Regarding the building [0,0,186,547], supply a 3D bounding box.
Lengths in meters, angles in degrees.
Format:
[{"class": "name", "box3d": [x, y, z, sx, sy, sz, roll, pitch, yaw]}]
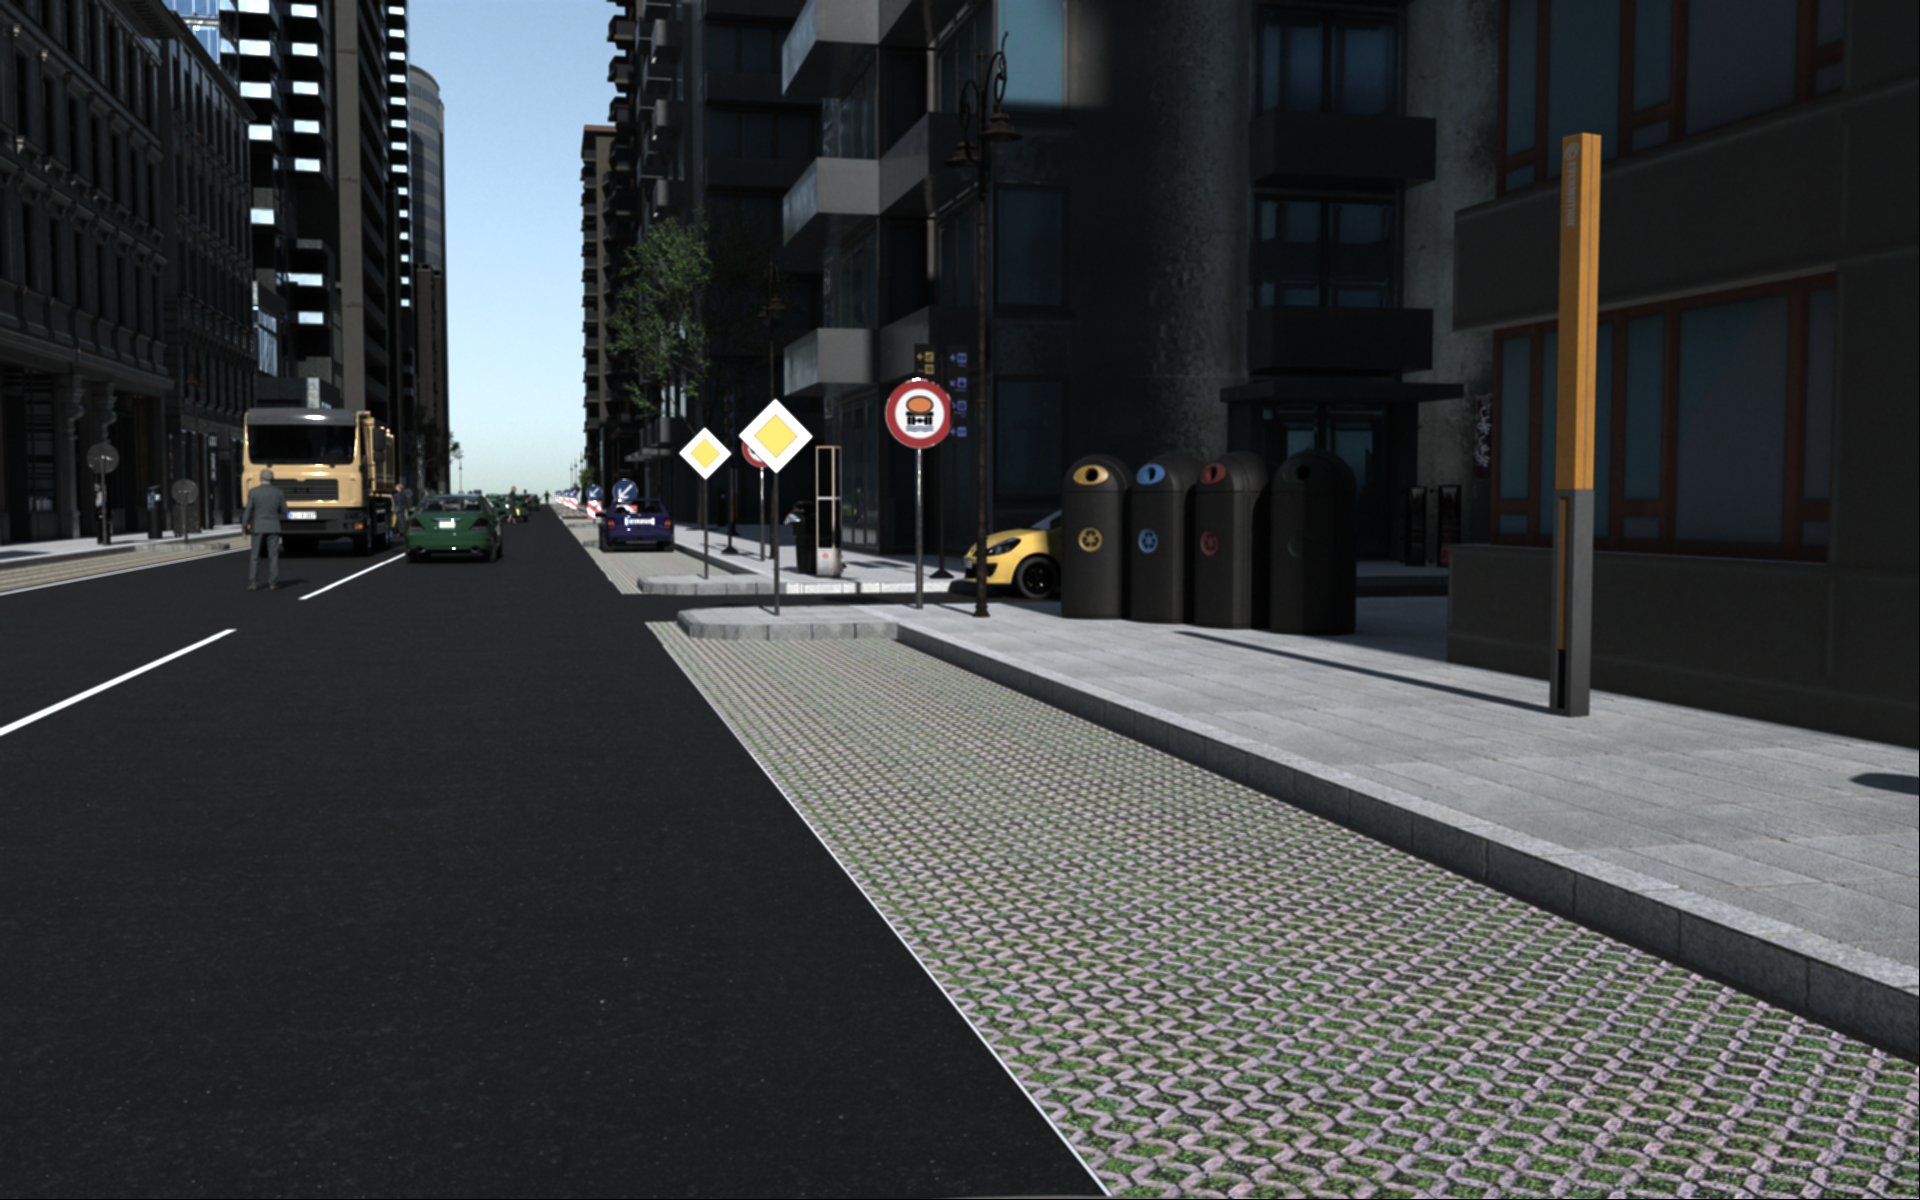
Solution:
[{"class": "building", "box3d": [-27.867, -11.633, 41.105, 10.553, 20.767, 40.483, -1, 4, -14]}]

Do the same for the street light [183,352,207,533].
[{"class": "street light", "box3d": [-24.834, -5.112, 56.371, 0.468, 5.910, 1.993, -1, 4, -14]}]

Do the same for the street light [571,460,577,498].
[{"class": "street light", "box3d": [-49.139, -15.219, 221.624, 0.468, 5.910, 1.993, -1, 4, -14]}]

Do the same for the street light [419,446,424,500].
[{"class": "street light", "box3d": [-50.574, -11.609, 162.586, 0.468, 5.910, 1.993, -1, 4, -14]}]

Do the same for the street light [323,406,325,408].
[{"class": "street light", "box3d": [-32.799, -7.138, 89.495, 0.468, 5.910, 1.993, -1, 4, -14]}]

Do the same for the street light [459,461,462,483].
[{"class": "street light", "box3d": [-70.251, -16.569, 243.694, 0.468, 5.910, 1.993, -1, 4, -14]}]

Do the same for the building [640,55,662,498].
[{"class": "building", "box3d": [-12.942, -20.619, 108.814, 14.160, 30.474, 14.107, -1, 4, -14]}]

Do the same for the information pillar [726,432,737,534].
[{"class": "information pillar", "box3d": [-7.209, -3.882, 54.830, 0.183, 3.616, 0.504, -2, 4, -35]}]

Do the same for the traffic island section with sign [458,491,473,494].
[{"class": "traffic island section with sign", "box3d": [-57.776, -11.759, 200.893, 1.989, 1.847, 2.006, -1, 4, -14]}]

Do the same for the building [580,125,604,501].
[{"class": "building", "box3d": [-33.384, -33.688, 205.421, 22.147, 44.769, 28.867, -1, 4, -14]}]

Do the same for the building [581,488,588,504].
[{"class": "building", "box3d": [-34.519, -33.061, 232.427, 32.217, 40.220, 23.993, -1, 4, -14]}]

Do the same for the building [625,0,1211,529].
[{"class": "building", "box3d": [-4.465, -28.544, 86.303, 23.786, 49.044, 30.456, -1, 4, -14]}]

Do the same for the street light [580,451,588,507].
[{"class": "street light", "box3d": [-37.518, -12.276, 173.508, 0.468, 5.910, 1.993, -1, 4, -14]}]

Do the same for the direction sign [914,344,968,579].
[{"class": "direction sign", "box3d": [-0.279, -2.099, 26.316, 0.876, 3.537, 0.379, -2, 4, -24]}]

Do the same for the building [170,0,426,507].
[{"class": "building", "box3d": [-70.213, -53.556, 188.314, 22.319, 86.520, 31.000, -1, 4, -14]}]

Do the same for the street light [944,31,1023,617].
[{"class": "street light", "box3d": [0.224, -2.761, 17.937, 0.468, 5.910, 1.993, -1, 4, -14]}]

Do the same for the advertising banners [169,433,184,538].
[{"class": "advertising banners", "box3d": [-23.091, -3.353, 51.013, 0.090, 3.025, 2.074, -1, 4, -16]}]

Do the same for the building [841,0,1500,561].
[{"class": "building", "box3d": [10.742, -25.879, 42.723, 30.456, 49.044, 23.786, -1, 4, -14]}]

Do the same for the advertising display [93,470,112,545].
[{"class": "advertising display", "box3d": [-21.692, -2.362, 43.837, 0.123, 1.923, 0.974, -3, 5, -43]}]

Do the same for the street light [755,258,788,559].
[{"class": "street light", "box3d": [-3.693, -3.747, 34.050, 0.468, 5.910, 1.993, -1, 4, -14]}]

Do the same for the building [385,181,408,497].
[{"class": "building", "box3d": [-56.814, -23.267, 152.120, 14.160, 30.474, 14.107, -1, 4, -14]}]

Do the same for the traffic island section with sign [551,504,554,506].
[{"class": "traffic island section with sign", "box3d": [-33.878, -8.576, 148.842, 1.989, 1.847, 2.006, -1, 4, -14]}]

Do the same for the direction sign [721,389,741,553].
[{"class": "direction sign", "box3d": [-5.027, -2.798, 37.751, 0.379, 3.537, 0.876, -1, 4, -21]}]

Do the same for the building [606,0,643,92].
[{"class": "building", "box3d": [-14.844, -29.076, 130.012, 22.147, 44.769, 28.867, -1, 4, -14]}]

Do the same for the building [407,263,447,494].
[{"class": "building", "box3d": [-71.057, -26.990, 212.981, 14.160, 30.474, 14.107, -1, 4, -14]}]

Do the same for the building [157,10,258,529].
[{"class": "building", "box3d": [-34.879, -13.507, 69.988, 9.793, 20.994, 18.267, -1, 4, -14]}]

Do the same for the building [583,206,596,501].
[{"class": "building", "box3d": [-46.759, -36.651, 249.347, 14.600, 45.320, 14.200, -1, 4, -14]}]

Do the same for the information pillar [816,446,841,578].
[{"class": "information pillar", "box3d": [-2.015, -1.351, 26.577, 0.304, 2.012, 0.304, 1, 4, 17]}]

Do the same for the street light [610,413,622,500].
[{"class": "street light", "box3d": [-19.534, -7.723, 99.051, 0.468, 5.910, 1.993, -1, 4, -14]}]

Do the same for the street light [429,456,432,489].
[{"class": "street light", "box3d": [-54.513, -12.583, 178.514, 0.468, 5.910, 1.993, -1, 4, -14]}]

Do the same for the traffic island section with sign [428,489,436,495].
[{"class": "traffic island section with sign", "box3d": [-44.689, -8.455, 146.859, 1.989, 1.847, 2.006, -1, 4, -14]}]

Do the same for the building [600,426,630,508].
[{"class": "building", "box3d": [-21.523, -51.737, 158.576, 22.319, 86.520, 31.000, -1, 4, -14]}]

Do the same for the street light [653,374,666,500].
[{"class": "street light", "box3d": [-11.625, -5.756, 66.893, 0.468, 5.910, 1.993, -1, 4, -14]}]

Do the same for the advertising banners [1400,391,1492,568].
[{"class": "advertising banners", "box3d": [8.489, -2.073, 30.087, 0.090, 3.025, 2.074, -2, 4, -34]}]

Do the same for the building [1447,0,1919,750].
[{"class": "building", "box3d": [20.546, -9.586, 1.778, 27.650, 21.520, 28.899, -1, 4, -14]}]

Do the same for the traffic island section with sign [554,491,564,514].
[{"class": "traffic island section with sign", "box3d": [-27.531, -6.973, 122.642, 1.989, 1.847, 2.006, -1, 4, -14]}]

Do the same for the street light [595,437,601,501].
[{"class": "street light", "box3d": [-29.514, -10.295, 141.108, 0.468, 5.910, 1.993, -1, 4, -14]}]

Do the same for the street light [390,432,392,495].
[{"class": "street light", "box3d": [-42.680, -9.615, 129.988, 0.468, 5.910, 1.993, -1, 4, -14]}]

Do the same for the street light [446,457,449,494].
[{"class": "street light", "box3d": [-62.535, -14.601, 211.507, 0.468, 5.910, 1.993, -1, 4, -14]}]

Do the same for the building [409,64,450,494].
[{"class": "building", "box3d": [-80.561, -42.238, 232.596, 21.231, 58.520, 28.212, -1, 4, -14]}]

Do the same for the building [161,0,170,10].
[{"class": "building", "box3d": [-50.001, -48.535, 106.214, 22.319, 86.520, 31.000, -1, 4, -14]}]

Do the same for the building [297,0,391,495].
[{"class": "building", "box3d": [-56.271, -31.160, 133.160, 21.300, 48.544, 21.600, -1, 4, -14]}]

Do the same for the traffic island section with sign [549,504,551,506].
[{"class": "traffic island section with sign", "box3d": [-47.109, -11.915, 203.439, 1.989, 1.847, 2.006, -1, 4, -14]}]

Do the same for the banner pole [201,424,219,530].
[{"class": "banner pole", "box3d": [-26.865, -4.408, 62.089, 0.401, 3.779, 0.863, 1, 4, 16]}]
